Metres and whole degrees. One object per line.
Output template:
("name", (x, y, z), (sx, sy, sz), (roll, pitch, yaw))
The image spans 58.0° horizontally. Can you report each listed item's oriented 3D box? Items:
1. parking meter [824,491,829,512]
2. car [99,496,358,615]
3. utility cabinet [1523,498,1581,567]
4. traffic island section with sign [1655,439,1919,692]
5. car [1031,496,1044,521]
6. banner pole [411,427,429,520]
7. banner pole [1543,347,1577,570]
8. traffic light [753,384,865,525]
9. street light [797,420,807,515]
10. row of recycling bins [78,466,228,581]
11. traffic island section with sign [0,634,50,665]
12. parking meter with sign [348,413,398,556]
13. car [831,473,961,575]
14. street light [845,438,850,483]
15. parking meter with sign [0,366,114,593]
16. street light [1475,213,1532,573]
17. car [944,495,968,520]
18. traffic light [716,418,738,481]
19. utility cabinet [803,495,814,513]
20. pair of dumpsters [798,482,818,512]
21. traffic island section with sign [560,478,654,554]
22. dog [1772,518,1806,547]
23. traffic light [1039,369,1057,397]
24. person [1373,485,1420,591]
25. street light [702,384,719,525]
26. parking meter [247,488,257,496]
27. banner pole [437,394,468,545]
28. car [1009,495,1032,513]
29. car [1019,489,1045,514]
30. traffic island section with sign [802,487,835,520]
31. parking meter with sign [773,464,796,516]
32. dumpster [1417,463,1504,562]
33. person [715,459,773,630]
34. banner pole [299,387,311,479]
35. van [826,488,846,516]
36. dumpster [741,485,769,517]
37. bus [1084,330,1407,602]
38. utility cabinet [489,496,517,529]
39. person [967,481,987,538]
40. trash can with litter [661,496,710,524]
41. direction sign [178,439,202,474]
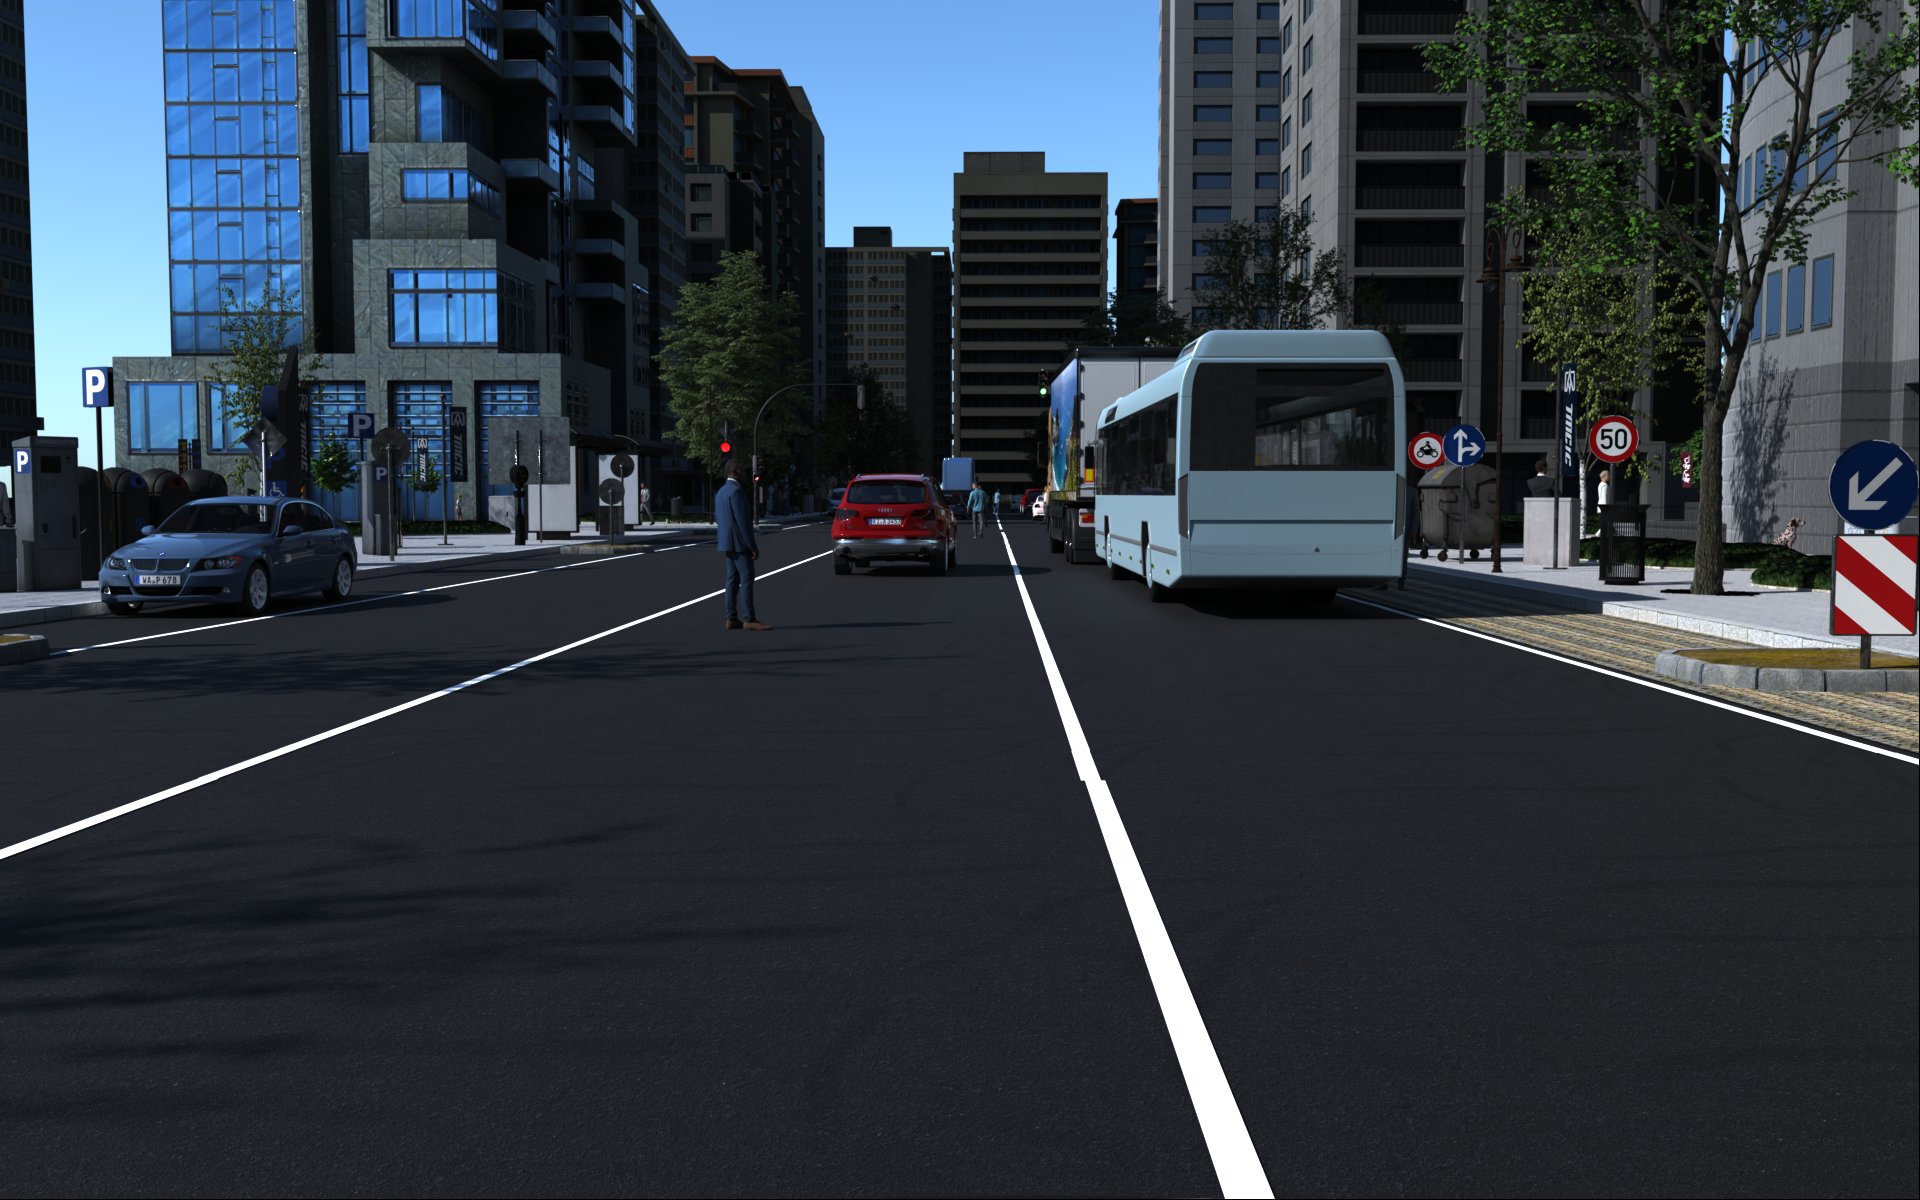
("parking meter", (-9.735, -7.206, 126.221), (0.372, 1.533, 0.369), (0, 3, 0))
("car", (-9.152, -0.613, 22.026), (2.014, 1.417, 4.499), (0, 4, 1))
("utility cabinet", (10.615, -1.217, 31.059), (0.306, 1.237, 1.020), (-2, 4, -33))
("traffic island section with sign", (6.554, -0.291, 13.383), (1.989, 1.847, 2.006), (0, 4, 1))
("car", (4.865, -4.994, 94.009), (2.083, 1.381, 4.827), (0, 4, 3))
("banner pole", (-20.120, -4.552, 64.436), (0.863, 3.779, 0.401), (1, 4, 13))
("banner pole", (10.205, -2.401, 29.269), (0.401, 3.779, 0.863), (0, 4, -7))
("traffic light", (-6.298, -5.920, 71.456), (4.771, 5.953, 1.251), (0, 4, 1))
("street light", (-9.820, -8.243, 107.554), (0.468, 5.910, 1.993), (0, 4, 1))
("row of recycling bins", (-12.849, -1.226, 27.158), (1.069, 1.692, 3.534), (1, 4, 14))
("traffic island section with sign", (-9.052, -0.379, 14.827), (1.989, 1.847, 2.006), (0, 4, 1))
("parking meter with sign", (-12.369, -2.470, 36.641), (0.543, 3.016, 1.738), (-3, 4, -37))
("car", (-1.151, -1.440, 32.224), (2.281, 1.827, 5.304), (0, 4, 3))
("street light", (-9.246, -10.392, 142.702), (0.468, 5.910, 1.993), (0, 4, 1))
("parking meter with sign", (-12.225, -1.643, 23.129), (0.543, 3.016, 1.738), (2, 4, 28))
("street light", (8.783, -3.386, 28.147), (0.468, 5.910, 1.993), (0, 4, 1))
("car", (-0.479, -5.233, 97.556), (2.014, 1.417, 4.499), (0, 4, 2))
("traffic light", (-8.524, -4.560, 63.472), (0.839, 4.253, 0.868), (0, 4, 1))
("utility cabinet", (-10.091, -6.347, 114.938), (0.306, 1.237, 1.020), (2, 4, 27))
("pair of dumpsters", (-10.660, -7.239, 120.849), (1.574, 2.255, 4.437), (0, 4, 1))
("traffic island section with sign", (-8.592, -2.069, 42.449), (1.989, 1.847, 2.006), (0, 4, 1))
("dog", (16.055, -1.197, 33.945), (0.513, 0.831, 0.800), (-2, 4, -24))
("traffic light", (5.243, -5.410, 63.118), (4.771, 5.953, 1.251), (0, 4, 1))
("person", (6.470, -1.042, 25.637), (0.635, 1.810, 0.391), (1, 4, 18))
("street light", (-10.446, -6.108, 72.646), (0.468, 5.910, 1.993), (0, 4, 1))
("parking meter", (-29.636, -3.922, 72.539), (0.372, 1.533, 0.369), (0, 3, 0))
("banner pole", (-12.747, -3.273, 43.536), (0.863, 3.779, 0.401), (-3, 5, -41))
("car", (4.896, -7.539, 135.616), (2.083, 1.381, 4.827), (0, 4, 2))
("car", (5.464, -7.136, 125.354), (2.281, 1.827, 5.304), (0, 4, -1))
("traffic island section with sign", (-7.689, -5.355, 96.186), (1.989, 1.847, 2.006), (0, 4, 1))
("parking meter with sign", (-10.437, -6.493, 102.419), (1.738, 3.016, 0.543), (3, 5, 45))
("dumpster", (9.668, -1.694, 33.455), (1.264, 1.857, 1.865), (0, 4, 1))
("person", (-2.350, -0.591, 18.349), (0.419, 1.800, 0.721), (-3, 4, -38))
("banner pole", (-13.604, -2.795, 35.710), (0.401, 3.779, 0.863), (1, 4, 10))
("van", (-7.640, -6.443, 112.362), (2.013, 2.044, 4.112), (0, 4, 1))
("dumpster", (-11.507, -5.764, 96.736), (1.502, 2.255, 1.985), (0, 4, 1))
("bus", (3.731, -1.908, 26.053), (2.948, 3.499, 13.247), (0, 3, 0))
("utility cabinet", (-16.568, -3.162, 62.860), (1.020, 1.237, 0.306), (0, 4, 8))
("person", (0.551, -2.933, 56.322), (0.638, 1.841, 0.748), (0, 4, 2))
("trash can with litter", (-11.946, -3.938, 75.450), (2.233, 1.210, 1.678), (0, 4, -2))
("direction sign", (-31.747, -4.860, 71.460), (0.876, 3.537, 0.379), (-1, 4, -9))
